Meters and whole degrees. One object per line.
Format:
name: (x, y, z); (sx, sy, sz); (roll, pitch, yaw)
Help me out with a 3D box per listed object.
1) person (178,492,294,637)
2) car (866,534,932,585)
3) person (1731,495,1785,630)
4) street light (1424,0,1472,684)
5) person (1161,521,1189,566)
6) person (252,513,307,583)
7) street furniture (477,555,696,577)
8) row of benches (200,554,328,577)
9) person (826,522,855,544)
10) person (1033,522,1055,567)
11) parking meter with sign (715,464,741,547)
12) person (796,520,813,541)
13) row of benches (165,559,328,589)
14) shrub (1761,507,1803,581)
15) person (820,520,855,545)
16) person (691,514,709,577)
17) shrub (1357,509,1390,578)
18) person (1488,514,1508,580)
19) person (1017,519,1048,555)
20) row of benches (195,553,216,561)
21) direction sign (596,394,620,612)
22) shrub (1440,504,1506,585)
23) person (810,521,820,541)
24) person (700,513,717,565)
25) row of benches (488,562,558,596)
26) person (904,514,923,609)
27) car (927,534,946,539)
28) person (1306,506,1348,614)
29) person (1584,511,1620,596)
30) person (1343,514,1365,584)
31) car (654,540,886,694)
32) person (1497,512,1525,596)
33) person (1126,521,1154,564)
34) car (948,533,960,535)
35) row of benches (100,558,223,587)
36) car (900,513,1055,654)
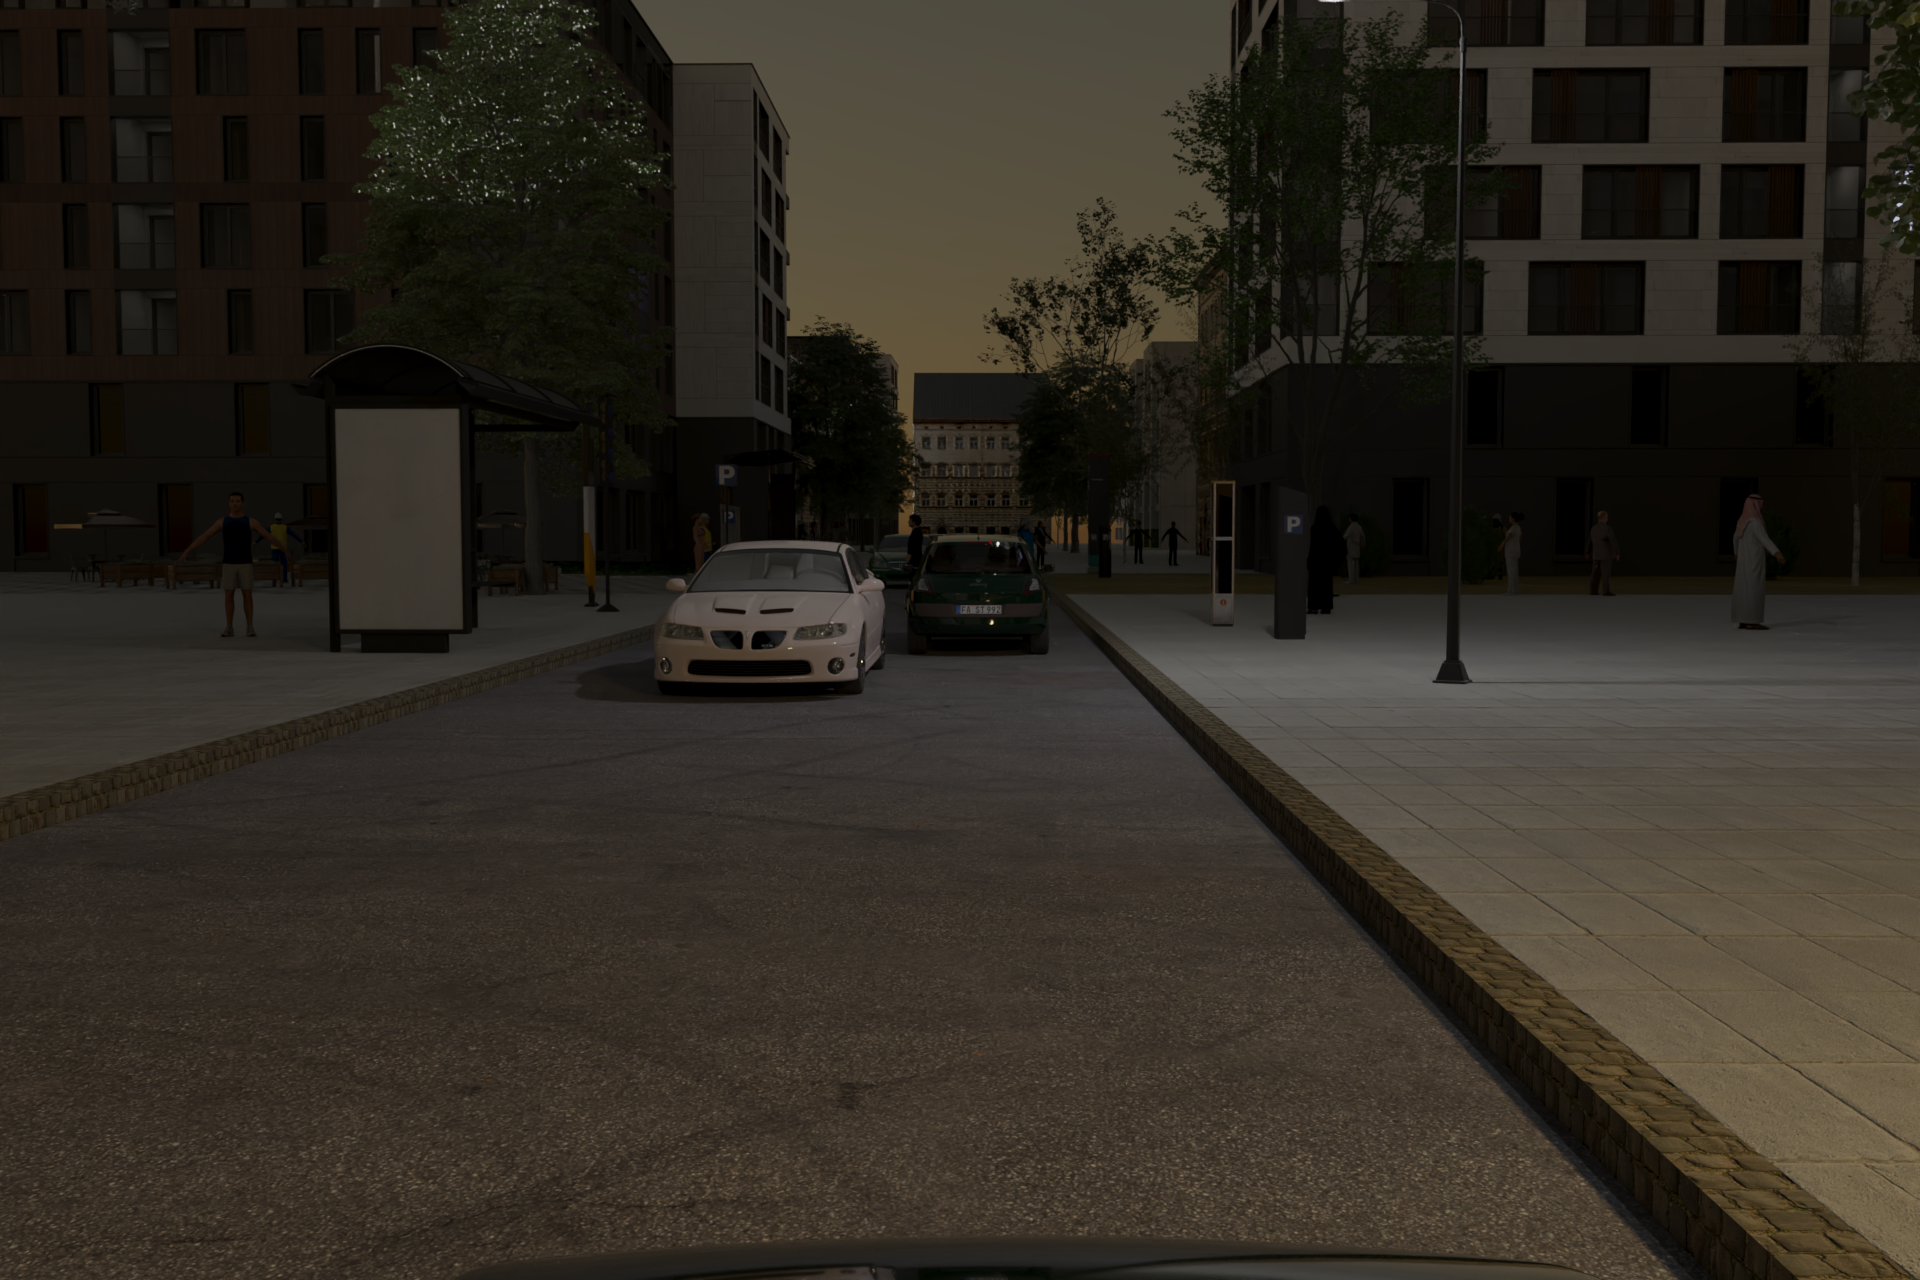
person: (-9.029, -0.947, 21.644); (1.345, 1.807, 0.704); (-1, 4, -16)
car: (-1.445, -2.162, 47.148); (2.131, 1.459, 4.920); (0, 4, 1)
person: (10.686, -1.050, 23.307); (0.704, 1.811, 1.347); (0, 4, 1)
street light: (4.794, -2.582, 14.763); (1.470, 5.913, 1.316); (0, 4, 1)
person: (8.664, -3.915, 70.241); (1.346, 1.802, 0.704); (3, 5, 42)
person: (-17.794, -2.404, 45.268); (1.349, 1.833, 0.705); (-1, 4, -20)
street furniture: (-11.873, -2.349, 54.033); (10.072, 0.657, 5.734); (0, 4, -7)
row of benches: (-20.534, -2.202, 51.460); (4.104, 0.672, 1.422); (-3, 5, -43)
person: (-4.954, -4.042, 72.360); (1.348, 1.796, 0.705); (-2, 4, -29)
person: (3.020, -3.485, 63.693); (1.216, 1.740, 0.721); (-3, 5, -39)
parking meter with sign: (-5.819, -2.926, 44.106); (0.543, 3.016, 1.738); (0, 3, 0)
person: (-6.507, -3.994, 71.079); (1.354, 1.856, 0.705); (3, 5, 43)
row of benches: (-16.801, -1.597, 41.576); (4.104, 0.672, 1.422); (-3, 4, -38)
shrub: (22.373, -2.660, 47.914); (1.690, 2.028, 1.600); (0, 3, 0)
person: (-4.533, -3.518, 63.644); (1.348, 1.813, 0.705); (0, 4, 2)
person: (-5.722, -1.938, 38.483); (0.721, 1.733, 1.217); (0, 4, 0)
shrub: (11.877, -2.851, 51.028); (1.690, 2.028, 1.600); (0, 3, 0)
person: (15.074, -2.625, 48.689); (1.354, 1.858, 0.705); (3, 5, 39)
person: (1.698, -2.135, 43.494); (0.704, 1.817, 1.347); (3, 5, 42)
row of benches: (-23.985, -2.426, 55.127); (1.422, 0.672, 4.104); (-2, 4, -24)
direction sign: (-5.821, -2.235, 28.538); (0.379, 3.537, 0.876); (0, 4, 2)
shrub: (13.041, -2.452, 44.130); (1.661, 2.075, 1.752); (0, 3, 0)
person: (-6.186, -4.142, 73.858); (0.704, 1.843, 1.345); (1, 4, 13)
person: (-5.902, -2.089, 40.627); (0.721, 1.772, 1.216); (0, 4, 6)
row of benches: (-9.503, -1.362, 37.724); (1.422, 0.672, 4.104); (0, 4, -1)
person: (-0.887, -1.488, 32.967); (0.705, 1.806, 1.347); (0, 4, 2)
car: (-1.191, -4.717, 86.905); (2.009, 1.686, 4.222); (0, 4, 1)
person: (5.744, -1.284, 27.788); (1.214, 1.737, 0.721); (-2, 4, -27)
person: (13.396, -1.803, 36.072); (0.434, 1.755, 0.990); (-1, 4, -18)
person: (10.092, -2.348, 44.568); (0.705, 1.806, 1.347); (3, 5, 45)
car: (-1.750, -0.286, 17.030); (2.083, 1.381, 4.827); (0, 4, 1)
person: (11.430, -1.790, 36.042); (0.721, 1.739, 1.217); (2, 4, 35)
person: (7.714, -4.206, 74.696); (1.347, 1.837, 0.705); (-1, 4, -14)
car: (-0.312, -7.608, 133.437); (2.155, 1.783, 4.494); (0, 4, 1)
row of benches: (-19.860, -1.739, 43.894); (1.422, 0.672, 4.104); (1, 4, 22)
car: (0.225, -0.748, 22.013); (2.009, 1.686, 4.222); (0, 4, 0)
